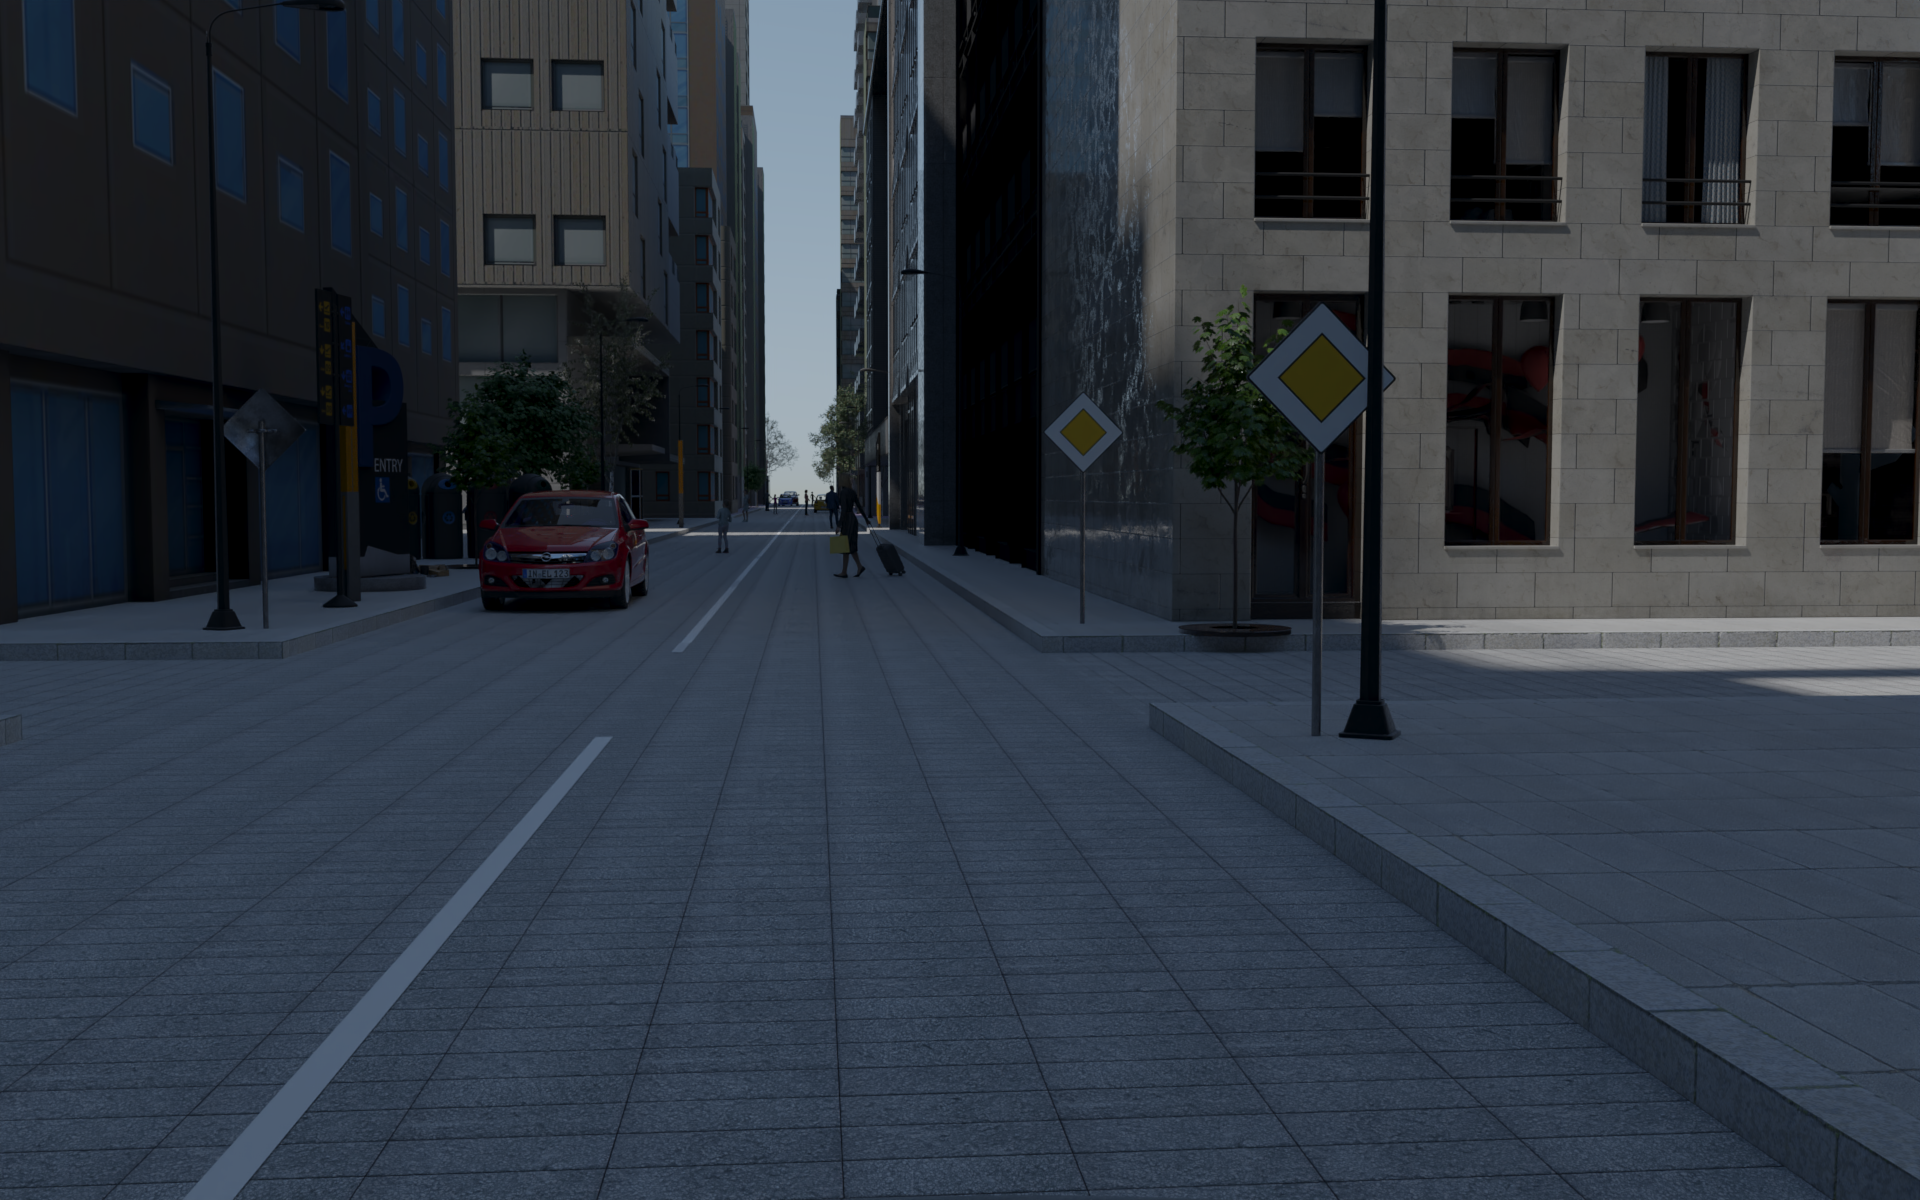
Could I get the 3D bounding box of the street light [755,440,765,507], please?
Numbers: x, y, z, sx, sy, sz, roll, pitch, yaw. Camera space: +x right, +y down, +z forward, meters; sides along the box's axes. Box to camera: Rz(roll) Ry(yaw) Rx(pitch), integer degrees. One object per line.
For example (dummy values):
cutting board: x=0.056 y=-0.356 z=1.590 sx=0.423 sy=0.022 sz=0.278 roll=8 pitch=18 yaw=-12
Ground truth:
street light: x=-17.650 y=-10.747 z=148.249 sx=1.470 sy=5.913 sz=1.316 roll=0 pitch=4 yaw=-5

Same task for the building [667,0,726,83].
building: x=-24.325 y=-29.132 z=126.413 sx=14.600 sy=45.320 sz=14.200 roll=0 pitch=4 yaw=-5

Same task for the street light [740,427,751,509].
street light: x=-15.376 y=-9.056 z=120.607 sx=1.470 sy=5.913 sz=1.316 roll=0 pitch=4 yaw=-5

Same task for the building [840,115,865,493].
building: x=-6.169 y=-31.012 z=190.647 sx=14.154 sy=41.232 sz=14.086 roll=0 pitch=4 yaw=-5

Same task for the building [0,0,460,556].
building: x=-21.506 y=-24.087 z=43.941 sx=14.600 sy=45.320 sz=14.200 roll=0 pitch=4 yaw=-5

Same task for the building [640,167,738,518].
building: x=-28.115 y=-15.914 z=105.230 sx=27.650 sy=21.520 sz=28.899 roll=0 pitch=4 yaw=-5

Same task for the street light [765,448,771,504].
street light: x=-20.054 y=-12.431 z=175.784 sx=1.470 sy=5.913 sz=1.316 roll=0 pitch=4 yaw=-5

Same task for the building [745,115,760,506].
building: x=-28.690 y=-30.433 z=181.169 sx=14.154 sy=41.232 sz=14.086 roll=0 pitch=4 yaw=-5

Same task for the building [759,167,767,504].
building: x=-30.848 y=-32.193 z=209.948 sx=14.154 sy=41.232 sz=14.086 roll=0 pitch=4 yaw=-5

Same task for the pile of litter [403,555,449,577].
pile of litter: x=-8.675 y=-0.815 z=27.296 sx=1.176 sy=0.858 sz=1.719 roll=-2 pitch=4 yaw=-25

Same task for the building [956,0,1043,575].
building: x=6.689 y=-12.560 z=35.036 sx=12.332 sy=23.373 sz=15.834 roll=0 pitch=4 yaw=-5

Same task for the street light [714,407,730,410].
street light: x=-13.015 y=-7.355 z=92.796 sx=1.470 sy=5.913 sz=1.316 roll=0 pitch=4 yaw=-5

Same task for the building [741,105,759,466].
building: x=-29.900 y=-33.344 z=195.281 sx=14.600 sy=45.320 sz=14.200 roll=0 pitch=4 yaw=-5

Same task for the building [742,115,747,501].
building: x=-26.841 y=-28.841 z=155.149 sx=14.154 sy=41.232 sz=14.086 roll=0 pitch=4 yaw=-5

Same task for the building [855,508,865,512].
building: x=8.560 y=-26.588 z=126.597 sx=32.217 sy=40.220 sz=23.993 roll=0 pitch=4 yaw=-5

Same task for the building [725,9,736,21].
building: x=-25.434 y=-27.986 z=141.158 sx=14.154 sy=41.232 sz=14.086 roll=0 pitch=4 yaw=-5

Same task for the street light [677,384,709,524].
street light: x=-11.311 y=-6.163 z=73.303 sx=1.470 sy=5.913 sz=1.316 roll=0 pitch=4 yaw=-5

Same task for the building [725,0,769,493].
building: x=-35.516 y=-48.181 z=226.015 sx=20.563 sy=71.187 sz=20.611 roll=0 pitch=4 yaw=-5

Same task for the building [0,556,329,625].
building: x=-16.448 y=-22.690 z=21.089 sx=14.600 sy=45.320 sz=14.200 roll=0 pitch=4 yaw=-5

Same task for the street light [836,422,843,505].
street light: x=-7.083 y=-8.507 z=111.631 sx=1.470 sy=5.913 sz=1.316 roll=0 pitch=4 yaw=-5

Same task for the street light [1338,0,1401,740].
street light: x=1.635 y=-2.228 z=8.972 sx=1.470 sy=5.913 sz=1.316 roll=0 pitch=4 yaw=-5

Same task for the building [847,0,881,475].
building: x=1.968 y=-32.626 z=153.039 sx=23.786 sy=49.044 sz=30.456 roll=0 pitch=4 yaw=-5

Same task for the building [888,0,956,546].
building: x=4.248 y=-14.353 z=52.700 sx=12.078 sy=24.808 sz=19.932 roll=0 pitch=4 yaw=-5

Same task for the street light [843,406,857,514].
street light: x=-5.306 y=-7.290 z=91.740 sx=1.470 sy=5.913 sz=1.316 roll=0 pitch=4 yaw=-5

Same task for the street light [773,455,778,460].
street light: x=-22.483 y=-14.124 z=203.473 sx=1.470 sy=5.913 sz=1.316 roll=0 pitch=4 yaw=-5

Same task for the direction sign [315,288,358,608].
direction sign: x=-7.045 y=-1.687 z=19.581 sx=0.379 sy=3.537 sz=0.876 roll=0 pitch=4 yaw=4

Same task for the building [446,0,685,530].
building: x=-26.188 y=-29.540 z=72.214 sx=28.713 sy=52.752 sz=27.495 roll=0 pitch=4 yaw=-5

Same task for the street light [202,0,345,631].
street light: x=-6.436 y=-2.675 z=16.273 sx=1.470 sy=5.913 sz=1.316 roll=0 pitch=4 yaw=-5

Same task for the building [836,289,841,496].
building: x=-10.427 y=-28.878 z=243.850 sx=14.160 sy=30.474 sz=14.107 roll=0 pitch=4 yaw=-5

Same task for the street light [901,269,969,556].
street light: x=-0.523 y=-3.874 z=35.886 sx=1.470 sy=5.913 sz=1.316 roll=0 pitch=4 yaw=-5

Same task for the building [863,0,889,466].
building: x=3.250 y=-15.816 z=77.657 sx=14.314 sy=24.678 sz=30.058 roll=0 pitch=4 yaw=-5

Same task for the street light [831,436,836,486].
street light: x=-9.478 y=-10.221 z=139.647 sx=1.470 sy=5.913 sz=1.316 roll=0 pitch=4 yaw=-5

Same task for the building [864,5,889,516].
building: x=1.046 y=-20.518 z=107.172 sx=14.160 sy=30.474 sz=14.107 roll=0 pitch=4 yaw=-5

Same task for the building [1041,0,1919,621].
building: x=10.071 y=-10.270 z=22.663 sx=16.860 sy=20.320 sz=10.420 roll=0 pitch=4 yaw=-5

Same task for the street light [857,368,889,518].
street light: x=-2.974 y=-5.600 z=64.104 sx=1.470 sy=5.913 sz=1.316 roll=0 pitch=4 yaw=-5

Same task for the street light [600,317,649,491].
street light: x=-8.883 y=-4.470 z=45.624 sx=1.470 sy=5.913 sz=1.316 roll=0 pitch=4 yaw=-5
